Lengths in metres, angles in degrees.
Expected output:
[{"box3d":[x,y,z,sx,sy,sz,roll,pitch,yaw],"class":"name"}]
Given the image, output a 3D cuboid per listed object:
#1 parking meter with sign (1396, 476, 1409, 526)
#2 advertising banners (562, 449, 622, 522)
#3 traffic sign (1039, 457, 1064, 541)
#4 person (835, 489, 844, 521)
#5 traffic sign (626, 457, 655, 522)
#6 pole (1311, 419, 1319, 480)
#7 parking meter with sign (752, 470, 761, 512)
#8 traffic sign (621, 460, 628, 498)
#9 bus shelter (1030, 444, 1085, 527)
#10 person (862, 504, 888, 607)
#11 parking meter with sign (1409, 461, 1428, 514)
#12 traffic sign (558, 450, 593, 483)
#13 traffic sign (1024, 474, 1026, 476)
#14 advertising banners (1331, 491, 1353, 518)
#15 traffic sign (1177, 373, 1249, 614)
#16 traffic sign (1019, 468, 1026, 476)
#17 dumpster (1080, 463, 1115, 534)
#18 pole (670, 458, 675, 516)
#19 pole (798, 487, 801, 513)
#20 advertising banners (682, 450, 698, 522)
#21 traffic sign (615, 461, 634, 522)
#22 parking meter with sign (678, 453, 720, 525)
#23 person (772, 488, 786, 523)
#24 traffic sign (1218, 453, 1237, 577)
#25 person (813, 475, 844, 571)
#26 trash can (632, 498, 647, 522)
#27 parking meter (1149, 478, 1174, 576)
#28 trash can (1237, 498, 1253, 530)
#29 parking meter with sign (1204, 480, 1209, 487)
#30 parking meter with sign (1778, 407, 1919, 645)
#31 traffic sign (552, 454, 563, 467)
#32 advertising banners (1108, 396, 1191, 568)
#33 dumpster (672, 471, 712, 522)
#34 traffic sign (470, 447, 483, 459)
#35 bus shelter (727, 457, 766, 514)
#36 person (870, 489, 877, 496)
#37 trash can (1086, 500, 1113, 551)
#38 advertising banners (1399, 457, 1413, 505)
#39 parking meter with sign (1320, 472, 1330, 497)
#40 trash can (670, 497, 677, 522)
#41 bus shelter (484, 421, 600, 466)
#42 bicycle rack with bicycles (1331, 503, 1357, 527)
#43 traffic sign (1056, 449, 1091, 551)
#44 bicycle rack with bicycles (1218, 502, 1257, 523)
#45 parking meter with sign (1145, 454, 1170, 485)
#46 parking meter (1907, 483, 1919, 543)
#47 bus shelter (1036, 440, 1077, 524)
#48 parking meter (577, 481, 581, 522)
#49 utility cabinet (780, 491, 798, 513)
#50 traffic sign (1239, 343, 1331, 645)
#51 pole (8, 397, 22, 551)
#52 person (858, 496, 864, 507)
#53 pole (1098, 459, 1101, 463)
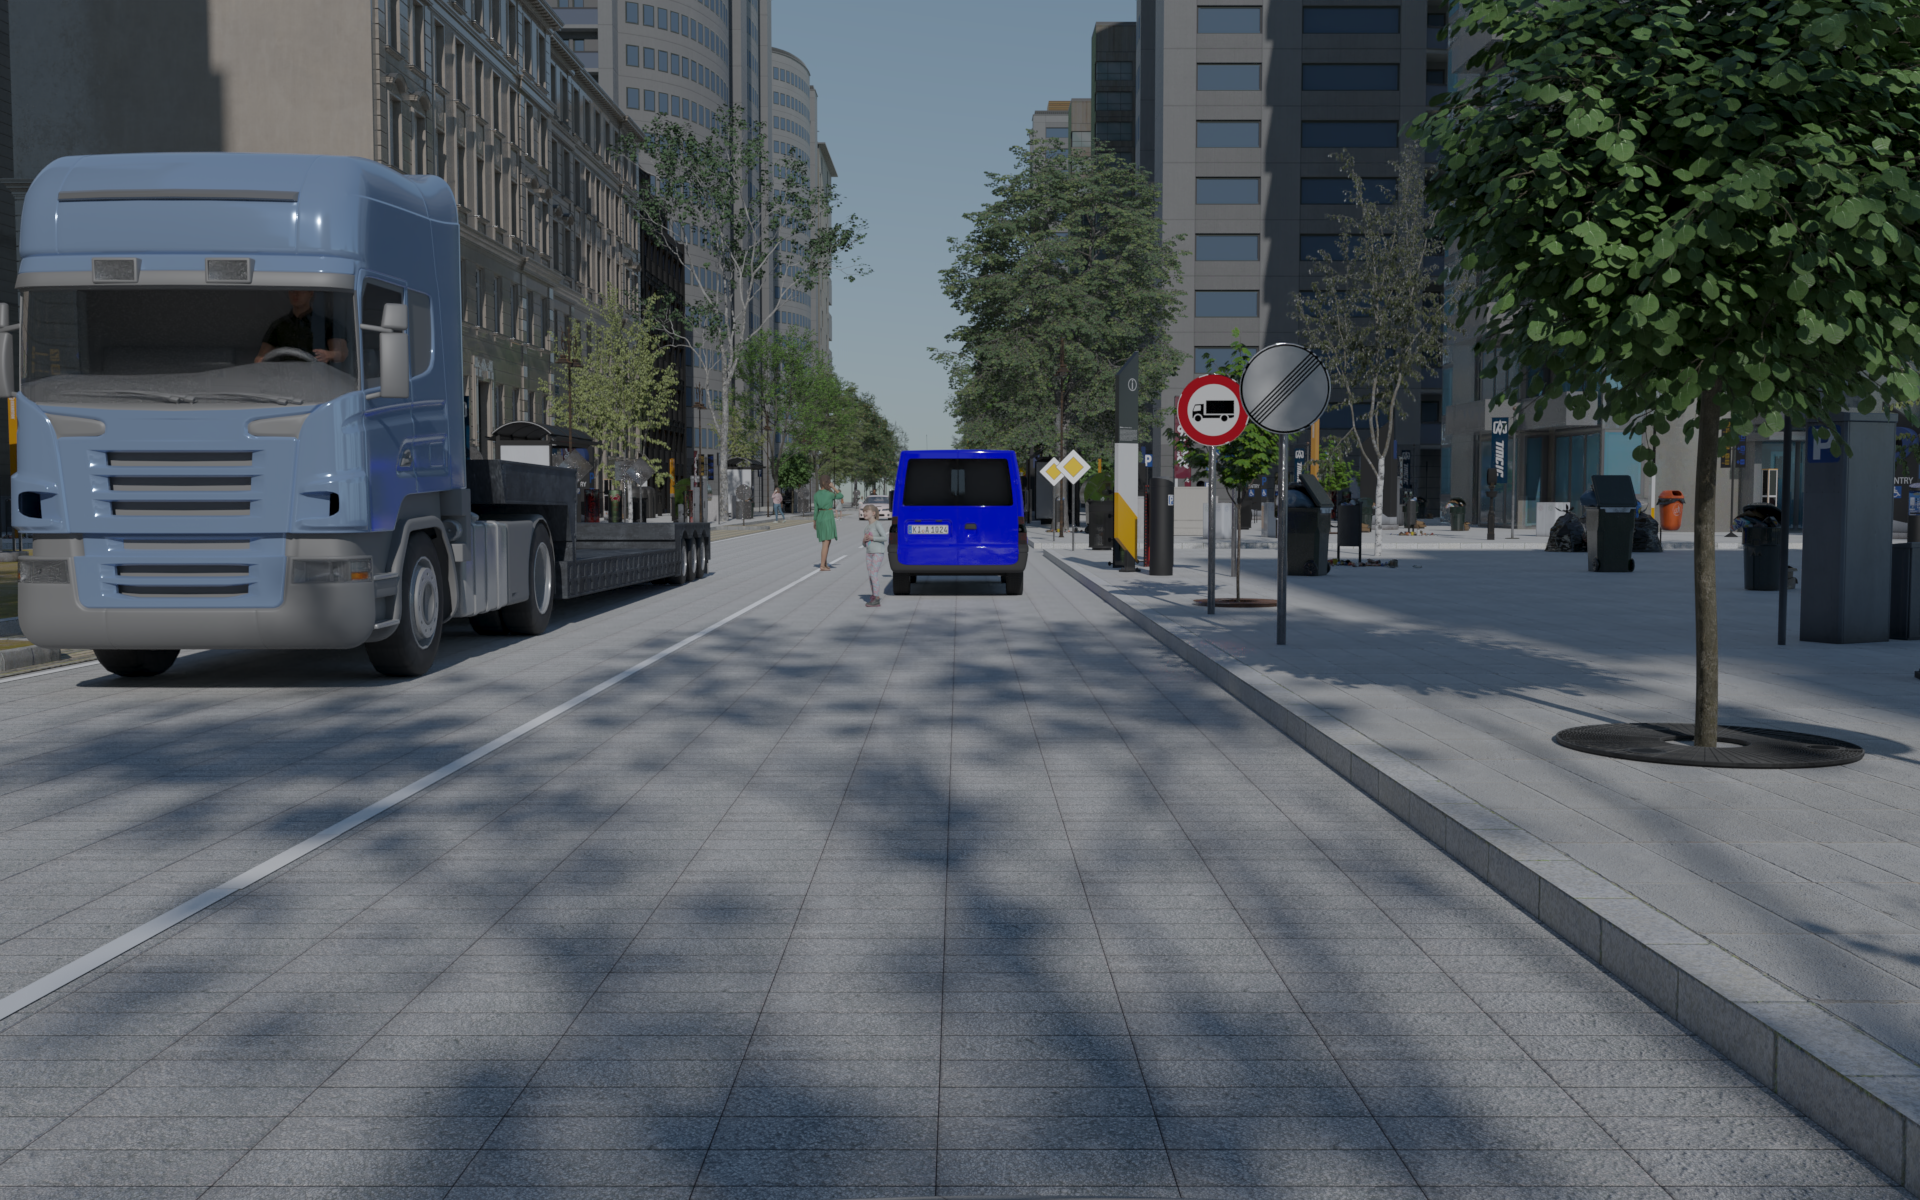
[{"box3d":[17.122,-4.418,68.488,0.543,3.016,1.738,2,4,31],"class":"parking meter with sign"},{"box3d":[-11.563,-3.567,54.503,2.074,3.025,0.090,-2,4,-29],"class":"advertising banners"},{"box3d":[2.544,-2.647,46.920,0.795,2.450,0.064,0,3,0],"class":"traffic sign"},{"box3d":[-6.500,-5.126,93.321,0.522,1.701,0.512,1,4,11],"class":"person"},{"box3d":[-8.651,-2.648,46.939,0.795,2.450,0.064,0,3,0],"class":"traffic sign"},{"box3d":[9.595,-3.244,46.875,0.158,3.312,0.155,0,3,0],"class":"pole"},{"box3d":[-14.801,-7.635,121.098,1.738,3.016,0.543,1,4,12],"class":"parking meter with sign"},{"box3d":[-12.428,-3.918,64.162,0.768,2.556,0.104,0,4,7],"class":"traffic sign"},{"box3d":[3.925,-4.663,70.162,2.014,3.302,5.546,0,3,0],"class":"bus shelter"},{"box3d":[-1.112,-0.570,22.105,0.425,1.301,0.394,2,4,32],"class":"person"},{"box3d":[23.928,-5.856,92.004,1.738,3.016,0.543,1,4,15],"class":"parking meter with sign"},{"box3d":[-8.650,-2.160,38.954,0.795,2.450,0.064,0,3,0],"class":"traffic sign"},{"box3d":[4.168,-6.378,104.386,0.768,2.556,0.104,0,4,4],"class":"traffic sign"},{"box3d":[18.750,-5.569,87.242,2.074,3.025,0.090,0,4,3],"class":"advertising banners"},{"box3d":[2.682,-1.120,18.411,0.768,2.556,0.104,0,4,3],"class":"traffic sign"},{"box3d":[3.553,-7.719,120.085,2.265,3.308,0.079,1,4,8],"class":"traffic sign"},{"box3d":[4.651,-3.242,55.495,1.502,2.255,1.985,0,3,0],"class":"dumpster"},{"box3d":[-16.828,-6.559,101.078,0.158,3.312,0.155,0,3,0],"class":"pole"},{"box3d":[-11.158,-7.740,120.384,0.158,3.312,0.155,0,3,0],"class":"pole"},{"box3d":[-10.681,-4.433,68.660,0.090,3.025,2.074,0,4,8],"class":"advertising banners"},{"box3d":[-10.312,-3.129,53.284,0.606,2.300,0.079,0,4,2],"class":"traffic sign"},{"box3d":[-10.966,-4.682,72.810,1.738,3.016,0.543,0,4,-1],"class":"parking meter with sign"},{"box3d":[-9.008,-4.721,86.272,0.643,1.750,0.593,2,4,34],"class":"person"},{"box3d":[4.242,-1.631,26.770,0.768,2.556,0.104,1,4,9],"class":"traffic sign"},{"box3d":[-2.532,-1.450,32.449,0.600,1.795,0.529,2,4,23],"class":"person"},{"box3d":[-12.514,-3.413,67.449,0.748,1.137,0.748,0,3,0],"class":"trash can"},{"box3d":[3.171,-1.153,27.270,0.372,1.533,0.369,0,3,0],"class":"parking meter"},{"box3d":[10.167,-3.093,62.224,0.748,1.137,0.748,0,3,0],"class":"trash can"},{"box3d":[12.577,-5.581,87.507,0.543,3.016,1.738,1,4,18],"class":"parking meter with sign"},{"box3d":[7.731,-1.146,14.994,1.738,3.016,0.543,-2,4,-26],"class":"parking meter with sign"},{"box3d":[-12.914,-3.389,55.509,0.768,2.556,0.104,1,4,10],"class":"traffic sign"},{"box3d":[3.404,-2.099,30.506,2.074,3.025,0.090,-3,4,-38],"class":"advertising banners"},{"box3d":[-11.491,-4.387,74.223,1.502,2.255,1.985,0,4,0],"class":"dumpster"},{"box3d":[-13.127,-2.825,46.294,0.768,2.556,0.104,0,4,3],"class":"traffic sign"},{"box3d":[-12.176,-6.330,97.420,2.014,3.302,5.546,0,4,0],"class":"bus shelter"},{"box3d":[-6.803,-7.902,137.712,1.348,1.821,0.705,-2,4,-33],"class":"person"},{"box3d":[3.241,-1.705,39.526,0.748,1.137,0.748,0,3,0],"class":"trash can"},{"box3d":[21.116,-5.251,82.050,0.090,3.025,2.074,2,4,32],"class":"advertising banners"},{"box3d":[14.709,-4.615,71.712,0.543,3.016,1.738,-2,4,-30],"class":"parking meter with sign"},{"box3d":[-12.686,-4.056,77.965,0.748,1.137,0.748,0,3,0],"class":"trash can"},{"box3d":[-12.073,-3.459,50.478,2.014,3.302,5.546,0,4,0],"class":"bus shelter"},{"box3d":[15.152,-3.283,67.061,2.925,0.926,2.852,3,5,43],"class":"bicycle rack with bicycles"},{"box3d":[2.544,-2.159,38.935,0.795,2.450,0.064,0,3,0],"class":"traffic sign"},{"box3d":[12.052,-3.869,76.640,2.852,0.926,2.925,1,4,14],"class":"bicycle rack with bicycles"},{"box3d":[8.710,-4.828,75.199,0.543,3.016,1.738,-3,4,-39],"class":"parking meter with sign"},{"box3d":[20.956,-1.804,37.910,0.372,1.533,0.369,0,3,0],"class":"parking meter"},{"box3d":[4.293,-5.249,77.102,1.731,3.624,6.357,0,3,0],"class":"bus shelter"},{"box3d":[-14.717,-3.710,66.366,0.255,1.863,0.399,1,4,18],"class":"parking meter"},{"box3d":[-11.741,-6.736,118.806,1.173,1.500,0.318,-2,4,-30],"class":"utility cabinet"},{"box3d":[2.739,-0.892,14.688,0.768,2.556,0.104,0,4,2],"class":"traffic sign"},{"box3d":[-19.153,-2.524,35.105,0.158,3.312,0.155,0,3,0],"class":"pole"},{"box3d":[-6.341,-5.990,110.708,0.425,1.301,0.394,-1,4,-10],"class":"person"},{"box3d":[7.919,-6.382,98.184,0.158,3.312,0.155,0,3,0],"class":"pole"}]
